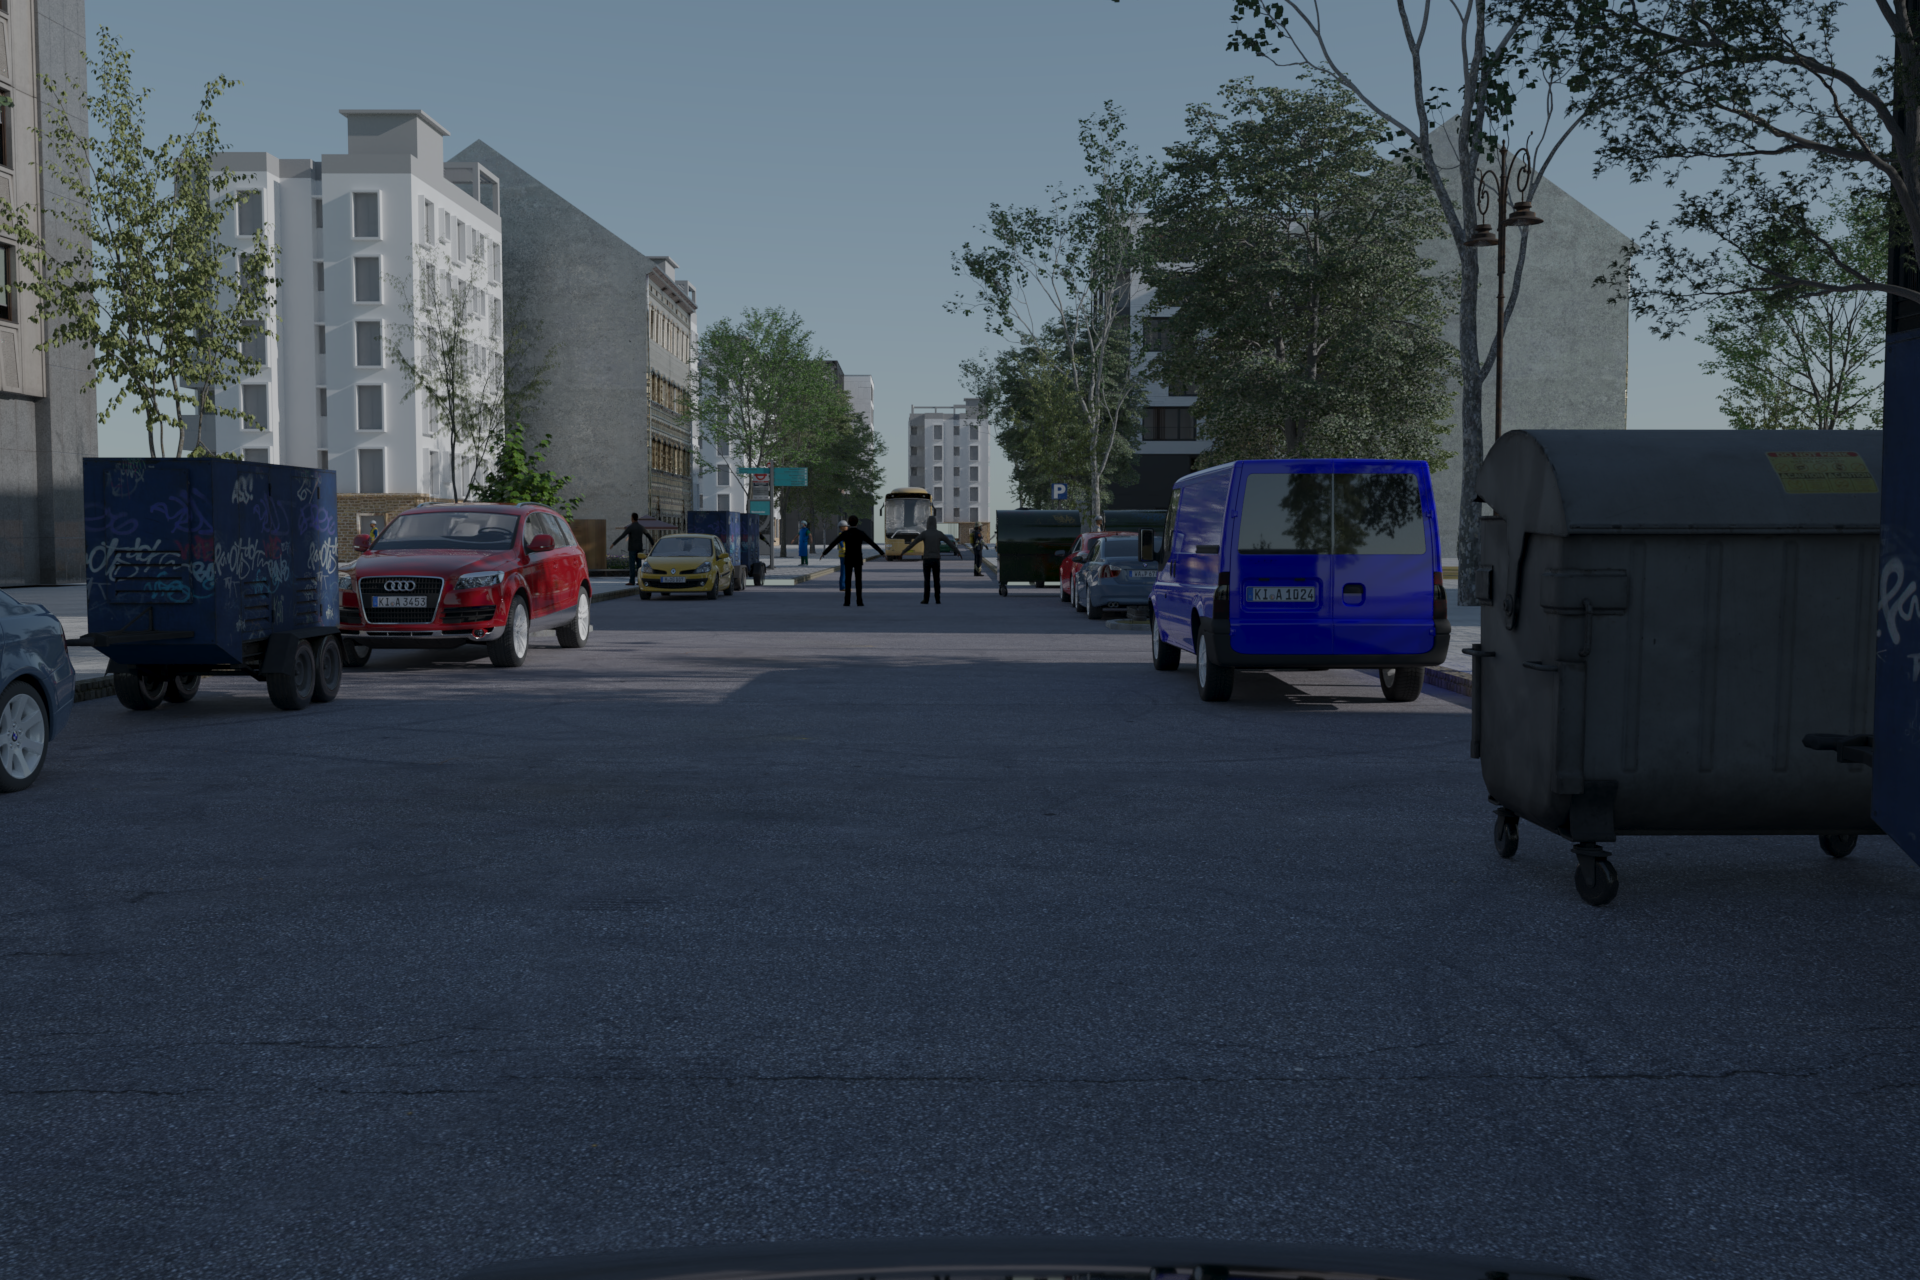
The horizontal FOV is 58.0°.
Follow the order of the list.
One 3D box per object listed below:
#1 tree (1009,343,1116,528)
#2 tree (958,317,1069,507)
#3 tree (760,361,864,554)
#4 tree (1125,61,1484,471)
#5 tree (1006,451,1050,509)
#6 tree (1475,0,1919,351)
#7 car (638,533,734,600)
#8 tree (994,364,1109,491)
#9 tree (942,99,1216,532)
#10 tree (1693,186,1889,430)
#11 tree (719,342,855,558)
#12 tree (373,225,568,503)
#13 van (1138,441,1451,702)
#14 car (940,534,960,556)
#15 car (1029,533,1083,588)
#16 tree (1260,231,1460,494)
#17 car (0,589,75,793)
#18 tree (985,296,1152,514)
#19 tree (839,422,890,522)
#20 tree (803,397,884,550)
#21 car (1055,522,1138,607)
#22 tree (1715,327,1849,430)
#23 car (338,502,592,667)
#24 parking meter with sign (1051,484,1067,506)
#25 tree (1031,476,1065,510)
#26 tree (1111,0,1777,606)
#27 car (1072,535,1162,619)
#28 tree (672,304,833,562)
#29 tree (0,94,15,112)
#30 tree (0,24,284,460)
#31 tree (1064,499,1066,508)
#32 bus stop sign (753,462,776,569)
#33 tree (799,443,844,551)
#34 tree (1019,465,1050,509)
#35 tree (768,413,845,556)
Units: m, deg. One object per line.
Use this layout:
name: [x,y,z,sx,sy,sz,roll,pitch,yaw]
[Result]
tree: [3.794,-7.097,66.400,4.737,8.622,4.395,0,3,0]
tree: [5.800,-18.144,152.548,12.611,20.169,13.585,0,3,0]
tree: [-9.897,-11.927,113.135,7.486,12.596,7.792,0,3,0]
tree: [9.455,-8.617,47.547,9.857,13.997,8.962,0,3,0]
tree: [5.923,-11.643,140.723,4.737,8.622,4.395,0,3,0]
tree: [9.141,-4.959,15.494,8.767,10.594,7.601,1,4,9]
car: [-6.140,-1.760,38.999,2.015,1.641,3.980,0,3,0]
tree: [5.688,-10.961,104.975,9.928,11.665,9.643,0,3,0]
tree: [5.559,-13.611,78.423,12.611,20.169,13.585,0,3,0]
tree: [25.951,-7.728,52.102,9.928,11.665,9.643,0,3,0]
tree: [-9.558,-10.290,94.001,9.928,11.665,9.643,0,3,0]
tree: [-12.492,-5.617,42.201,4.360,8.622,3.978,0,3,0]
van: [2.985,-0.739,16.462,2.240,2.365,5.245,0,4,-1]
car: [-1.072,-6.371,115.962,2.131,1.459,4.920,0,3,0]
car: [2.854,-2.370,47.553,1.959,1.807,4.718,0,4,-1]
tree: [14.676,-9.001,65.298,7.486,12.596,7.792,0,3,0]
car: [-6.080,0.222,8.372,2.014,1.417,4.499,0,3,0]
tree: [6.040,-11.488,94.484,9.857,13.997,8.962,0,3,0]
tree: [-10.104,-13.902,153.056,9.928,11.665,9.643,0,3,0]
tree: [-10.185,-13.604,140.551,7.486,12.596,7.792,0,3,0]
car: [3.040,-1.606,35.301,2.155,1.783,4.494,0,4,-1]
tree: [28.412,-6.728,60.370,4.737,8.622,4.395,0,3,0]
car: [-5.739,-0.712,20.322,2.281,1.827,5.304,0,3,0]
parking meter with sign: [3.420,-3.832,58.921,0.543,3.016,1.738,0,3,0]
tree: [5.234,-9.920,112.561,4.360,8.622,3.978,0,3,0]
tree: [7.918,-10.620,29.532,12.611,20.169,13.585,0,3,0]
car: [3.002,-1.122,30.341,2.014,1.417,4.499,0,4,0]
tree: [-9.456,-9.327,78.259,9.928,11.665,9.643,0,3,0]
tree: [-12.012,-6.529,13.410,9.857,13.997,8.962,0,3,0]
tree: [-11.826,-4.599,25.563,4.737,8.622,4.395,0,3,0]
tree: [15.226,-23.750,244.206,12.611,20.169,13.585,0,3,0]
bus stop sign: [-7.275,-4.636,64.501,0.855,3.939,0.416,0,4,0]
tree: [-9.513,-10.603,123.715,4.360,8.622,3.978,0,3,0]
tree: [5.665,-10.561,123.040,4.360,8.622,3.978,0,3,0]
tree: [-9.711,-9.305,102.495,4.360,8.622,3.978,0,3,0]
